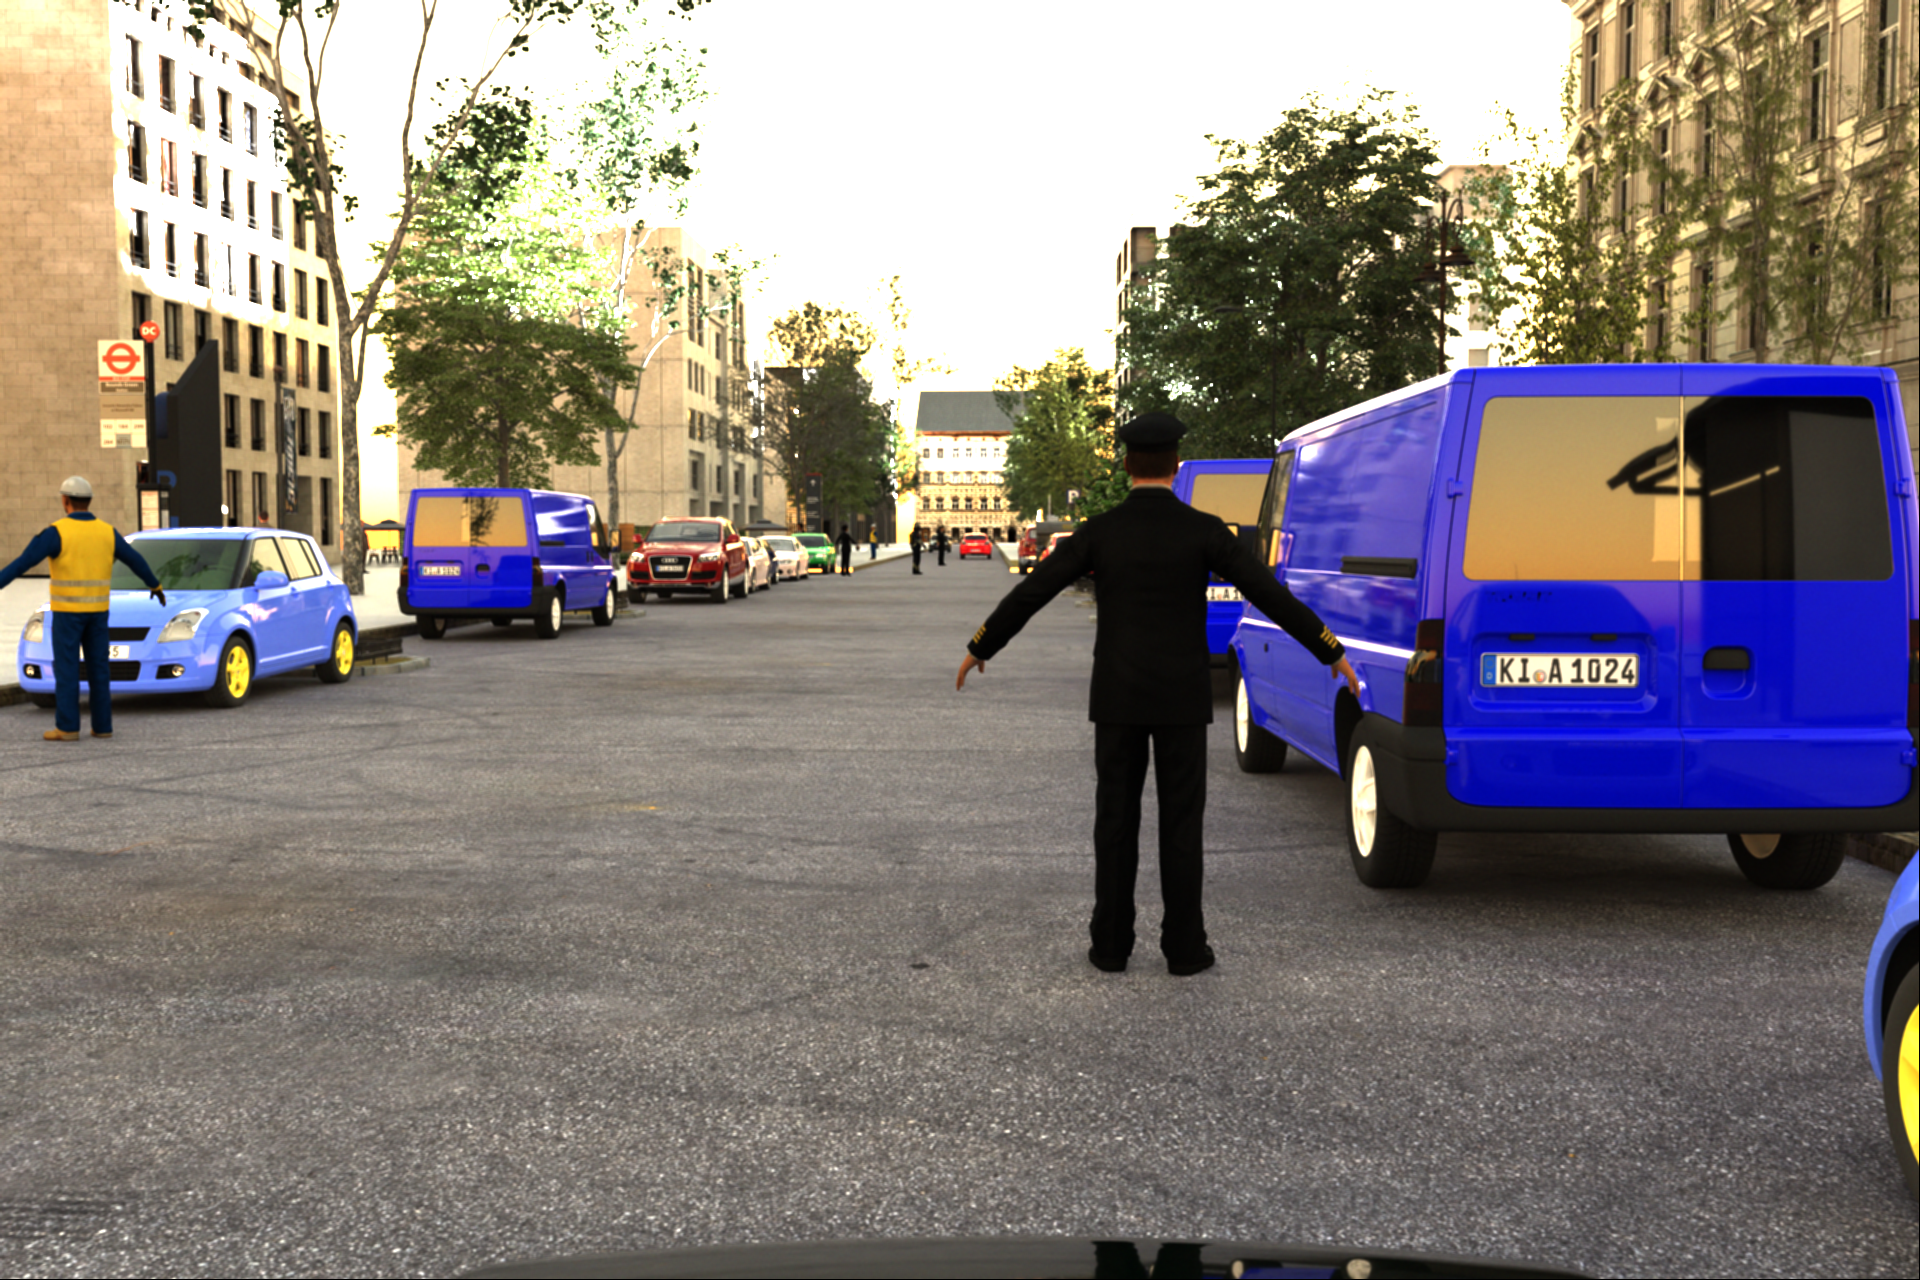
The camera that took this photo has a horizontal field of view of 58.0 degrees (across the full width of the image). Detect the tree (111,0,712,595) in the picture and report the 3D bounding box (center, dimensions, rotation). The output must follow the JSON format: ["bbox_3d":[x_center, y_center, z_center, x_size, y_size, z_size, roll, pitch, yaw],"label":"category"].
[{"bbox_3d":[-11.442,-10.963,35.141,12.611,20.169,13.585,0,3,0],"label":"tree"}]

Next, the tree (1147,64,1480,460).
[{"bbox_3d":[9.639,-8.694,48.805,9.857,13.997,8.962,0,3,0],"label":"tree"}]

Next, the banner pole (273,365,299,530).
[{"bbox_3d":[-10.121,-2.204,26.048,0.401,3.779,0.863,0,4,1],"label":"banner pole"}]

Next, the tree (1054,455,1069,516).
[{"bbox_3d":[8.260,-12.028,147.016,4.360,8.622,3.978,0,3,0],"label":"tree"}]

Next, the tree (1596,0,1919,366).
[{"bbox_3d":[8.821,-4.216,19.299,4.360,8.622,3.978,0,3,0],"label":"tree"}]

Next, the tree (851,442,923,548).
[{"bbox_3d":[-7.353,-13.526,155.558,8.767,10.594,7.601,0,4,5],"label":"tree"}]

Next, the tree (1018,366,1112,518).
[{"bbox_3d":[4.740,-7.630,75.120,4.737,8.622,4.395,0,3,0],"label":"tree"}]

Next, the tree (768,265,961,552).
[{"bbox_3d":[-6.807,-16.274,121.962,12.611,20.169,13.585,0,3,0],"label":"tree"}]

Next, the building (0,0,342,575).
[{"bbox_3d":[-29.192,-12.483,57.984,10.420,20.400,16.860,0,4,1],"label":"building"}]

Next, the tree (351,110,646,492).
[{"bbox_3d":[-12.310,-7.855,46.554,7.486,12.596,7.792,0,3,0],"label":"tree"}]

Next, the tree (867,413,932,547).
[{"bbox_3d":[-7.265,-15.831,169.198,12.009,13.543,11.850,0,3,0],"label":"tree"}]

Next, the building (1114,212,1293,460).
[{"bbox_3d":[25.039,-17.281,126.519,27.936,21.610,32.646,0,4,1],"label":"building"}]

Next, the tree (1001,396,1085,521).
[{"bbox_3d":[6.930,-13.444,137.943,7.486,12.596,7.792,0,3,0],"label":"tree"}]

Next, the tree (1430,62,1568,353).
[{"bbox_3d":[24.541,-13.040,69.086,12.611,20.169,13.585,0,3,0],"label":"tree"}]

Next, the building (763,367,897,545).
[{"bbox_3d":[-23.000,-23.463,227.587,27.936,21.610,32.646,0,4,1],"label":"building"}]

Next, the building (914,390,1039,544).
[{"bbox_3d":[2.911,-26.251,262.596,18.063,23.208,19.493,0,4,3],"label":"building"}]

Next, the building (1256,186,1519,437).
[{"bbox_3d":[22.467,-14.947,100.805,16.016,20.090,11.380,0,4,1],"label":"building"}]

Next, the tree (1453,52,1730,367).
[{"bbox_3d":[9.697,-4.726,27.635,4.737,8.622,4.395,0,3,0],"label":"tree"}]

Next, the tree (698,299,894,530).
[{"bbox_3d":[-8.507,-11.061,91.214,12.009,13.543,11.850,0,3,0],"label":"tree"}]

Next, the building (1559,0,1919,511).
[{"bbox_3d":[27.489,-15.840,35.401,17.030,29.872,44.131,0,4,1],"label":"building"}]

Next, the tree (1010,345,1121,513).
[{"bbox_3d":[6.454,-11.416,104.772,7.486,12.596,7.792,0,3,0],"label":"tree"}]

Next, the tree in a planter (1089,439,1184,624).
[{"bbox_3d":[3.111,-1.893,28.171,1.991,3.239,1.994,0,4,2],"label":"tree in a planter"}]

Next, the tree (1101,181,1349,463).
[{"bbox_3d":[9.828,-9.653,64.482,9.857,13.997,8.962,0,3,0],"label":"tree"}]

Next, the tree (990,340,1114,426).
[{"bbox_3d":[9.599,-19.131,168.687,12.611,20.169,13.585,0,3,0],"label":"tree"}]

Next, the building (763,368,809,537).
[{"bbox_3d":[-27.035,-21.904,189.057,19.493,23.208,18.063,0,4,2],"label":"building"}]

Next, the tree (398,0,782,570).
[{"bbox_3d":[-12.589,-12.454,59.513,12.611,20.169,13.585,0,3,0],"label":"tree"}]

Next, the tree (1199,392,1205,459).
[{"bbox_3d":[11.119,-7.615,74.869,4.360,8.622,3.978,0,3,0],"label":"tree"}]

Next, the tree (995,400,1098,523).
[{"bbox_3d":[7.596,-15.236,155.766,9.857,13.997,8.962,0,3,0],"label":"tree"}]

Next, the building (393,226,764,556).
[{"bbox_3d":[-23.804,-15.250,115.791,16.747,18.905,31.486,0,4,2],"label":"building"}]

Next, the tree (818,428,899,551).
[{"bbox_3d":[-8.277,-12.226,134.304,7.601,10.594,8.767,-2,4,-32],"label":"tree"}]

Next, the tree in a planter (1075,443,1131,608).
[{"bbox_3d":[3.270,-2.255,34.094,1.991,3.239,1.994,0,4,2],"label":"tree in a planter"}]

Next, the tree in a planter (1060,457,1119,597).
[{"bbox_3d":[3.329,-2.627,40.175,1.991,3.239,1.994,0,4,1],"label":"tree in a planter"}]

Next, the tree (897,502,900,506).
[{"bbox_3d":[-10.693,-19.174,263.859,4.360,8.622,3.978,0,3,0],"label":"tree"}]

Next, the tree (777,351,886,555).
[{"bbox_3d":[-7.970,-11.573,107.338,7.486,12.596,7.792,0,3,0],"label":"tree"}]

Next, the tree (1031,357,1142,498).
[{"bbox_3d":[7.384,-9.553,90.599,8.767,10.594,7.601,1,4,18],"label":"tree"}]

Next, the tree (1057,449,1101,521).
[{"bbox_3d":[7.194,-10.165,116.558,4.360,8.622,3.978,0,3,0],"label":"tree"}]

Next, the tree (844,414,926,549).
[{"bbox_3d":[-7.035,-13.453,145.705,9.928,11.665,9.643,0,3,0],"label":"tree"}]
